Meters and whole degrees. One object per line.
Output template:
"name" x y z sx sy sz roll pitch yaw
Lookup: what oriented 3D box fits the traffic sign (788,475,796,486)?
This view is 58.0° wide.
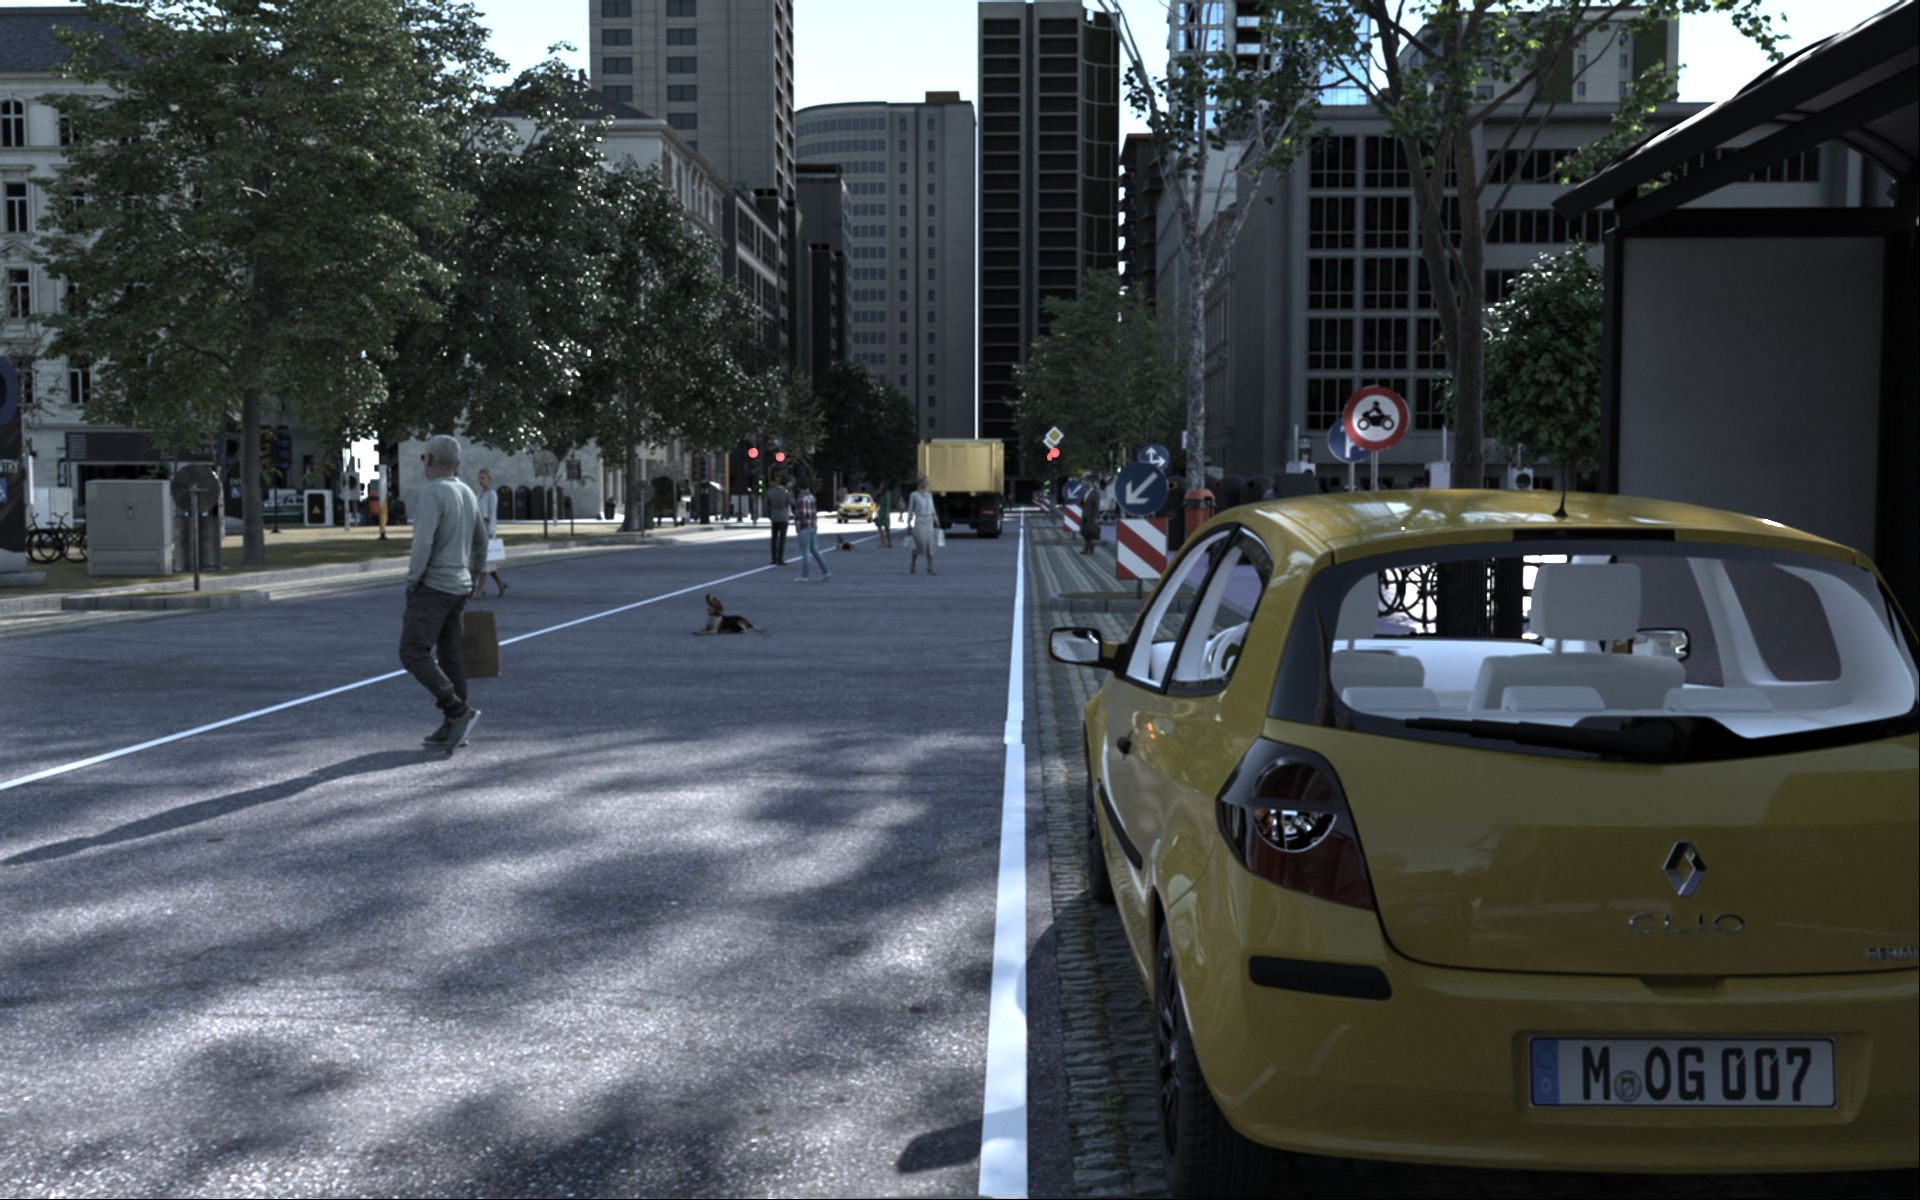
"traffic sign" -11.419 -7.109 116.338 0.768 2.556 0.104 0 4 8

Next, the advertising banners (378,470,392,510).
"advertising banners" -42.643 -8.115 128.867 0.090 3.025 2.074 1 4 16

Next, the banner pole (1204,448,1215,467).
"banner pole" 13.477 -6.327 93.469 0.863 3.779 0.401 1 4 20

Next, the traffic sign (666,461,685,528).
"traffic sign" -10.920 -4.052 66.359 0.768 2.556 0.104 1 4 11

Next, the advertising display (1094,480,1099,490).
"advertising display" 6.412 -4.692 81.936 0.123 1.923 0.974 -2 4 -30

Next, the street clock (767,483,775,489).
"street clock" -11.950 -6.409 109.363 0.471 2.002 0.358 -1 4 -15

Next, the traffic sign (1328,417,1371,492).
"traffic sign" 6.308 -1.702 27.936 0.768 2.556 0.104 1 4 8

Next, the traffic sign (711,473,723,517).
"traffic sign" -11.937 -5.080 85.188 0.606 2.300 0.079 0 4 6

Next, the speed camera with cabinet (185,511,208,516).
"speed camera with cabinet" -36.970 -5.552 85.118 2.038 3.252 0.660 -1 4 -15

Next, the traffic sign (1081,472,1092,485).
"traffic sign" 7.237 -6.000 98.202 0.768 2.556 0.104 0 4 8

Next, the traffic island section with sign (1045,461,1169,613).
"traffic island section with sign" 2.109 -0.799 21.693 1.989 1.847 2.006 0 4 2

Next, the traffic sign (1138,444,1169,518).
"traffic sign" 4.897 -2.675 43.839 0.768 2.556 0.104 0 4 7

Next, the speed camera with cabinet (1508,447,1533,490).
"speed camera with cabinet" 18.615 -3.992 59.612 2.038 3.252 0.660 0 4 -4

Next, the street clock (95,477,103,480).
"street clock" -36.322 -4.192 73.107 0.358 2.002 0.471 -3 4 -37

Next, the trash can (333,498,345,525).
"trash can" -25.467 -3.644 71.230 0.748 1.137 0.748 0 3 0

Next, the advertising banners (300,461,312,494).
"advertising banners" -35.369 -5.891 92.504 0.090 3.025 2.074 2 4 26

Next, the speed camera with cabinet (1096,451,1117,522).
"speed camera with cabinet" 6.402 -5.201 79.376 0.660 3.252 2.038 -2 4 -27

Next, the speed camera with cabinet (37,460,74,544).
"speed camera with cabinet" -22.984 -3.000 43.380 2.038 3.252 0.660 3 4 38

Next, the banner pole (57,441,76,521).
"banner pole" -42.413 -5.634 82.138 0.401 3.779 0.863 2 4 31

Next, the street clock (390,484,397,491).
"street clock" -40.043 -7.211 122.466 0.471 2.002 0.358 -2 4 -25

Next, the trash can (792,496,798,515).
"trash can" -9.936 -5.746 105.597 0.748 1.137 0.748 0 3 0

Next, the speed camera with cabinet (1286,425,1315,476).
"speed camera with cabinet" 9.205 -3.340 48.943 2.038 3.252 0.660 -3 5 -42

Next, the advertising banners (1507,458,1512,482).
"advertising banners" 26.006 -5.179 80.859 0.090 3.025 2.074 -1 4 -10

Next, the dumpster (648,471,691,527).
"dumpster" -11.567 -4.038 68.515 1.502 2.255 1.985 0 4 2

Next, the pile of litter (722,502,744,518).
"pile of litter" -12.250 -4.904 94.149 1.176 0.858 1.719 3 4 37

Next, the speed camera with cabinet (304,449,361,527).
"speed camera with cabinet" -24.435 -4.469 67.409 2.038 3.252 0.660 -1 4 -11

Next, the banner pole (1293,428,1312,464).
"banner pole" 12.743 -4.577 64.844 0.863 3.779 0.401 1 4 10

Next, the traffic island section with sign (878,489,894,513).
"traffic island section with sign" -6.043 -7.554 132.128 1.989 1.847 2.006 0 4 2

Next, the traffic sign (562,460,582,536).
"traffic sign" -11.717 -3.067 52.277 0.606 2.300 0.079 0 4 6

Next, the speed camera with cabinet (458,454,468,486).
"speed camera with cabinet" -24.989 -5.637 86.507 0.660 3.252 2.038 -1 4 -21

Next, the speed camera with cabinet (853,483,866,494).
"speed camera with cabinet" -9.356 -9.823 154.946 2.038 3.252 0.660 -3 4 -38

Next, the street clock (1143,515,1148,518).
"street clock" 4.945 -2.563 46.475 0.358 2.002 0.471 0 4 6

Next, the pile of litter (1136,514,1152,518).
"pile of litter" 9.341 -4.737 91.408 1.719 0.858 1.176 0 4 4

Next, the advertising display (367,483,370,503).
"advertising display" -33.761 -5.763 99.435 0.123 1.923 0.974 0 4 6

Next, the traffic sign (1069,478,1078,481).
"traffic sign" 7.002 -6.395 106.689 0.606 2.300 0.079 0 4 2

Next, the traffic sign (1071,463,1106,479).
"traffic sign" 8.361 -7.262 112.602 2.265 3.308 0.079 0 4 8

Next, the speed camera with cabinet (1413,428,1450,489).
"speed camera with cabinet" 13.540 -3.396 49.868 0.660 3.252 2.038 0 4 0

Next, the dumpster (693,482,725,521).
"dumpster" -11.960 -4.686 82.373 1.264 1.857 1.865 0 4 2

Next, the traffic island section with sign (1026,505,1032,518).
"traffic island section with sign" 5.100 -5.844 104.185 1.989 1.847 2.006 0 4 2

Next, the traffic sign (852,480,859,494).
"traffic sign" -9.386 -9.394 153.697 0.768 2.556 0.104 0 4 4

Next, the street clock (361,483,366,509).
"street clock" -37.697 -6.406 109.306 0.358 2.002 0.471 0 4 2

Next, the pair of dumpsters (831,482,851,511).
"pair of dumpsters" -9.308 -7.977 132.921 1.574 2.255 4.437 0 4 2

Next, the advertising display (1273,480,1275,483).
"advertising display" 14.824 -4.656 81.343 0.974 1.923 0.123 0 4 1

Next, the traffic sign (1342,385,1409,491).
"traffic sign" 4.876 -1.241 20.392 0.768 2.556 0.104 0 4 6

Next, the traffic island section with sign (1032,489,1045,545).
"traffic island section with sign" 3.092 -2.452 48.713 1.989 1.847 2.006 0 4 2

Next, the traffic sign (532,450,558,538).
"traffic sign" -11.985 -3.054 50.037 0.768 2.556 0.104 0 4 8

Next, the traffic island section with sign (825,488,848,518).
"traffic island section with sign" -7.050 -5.872 104.634 1.989 1.847 2.006 0 4 2

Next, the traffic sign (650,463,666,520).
"traffic sign" -12.199 -4.281 70.098 0.768 2.556 0.104 1 4 9
